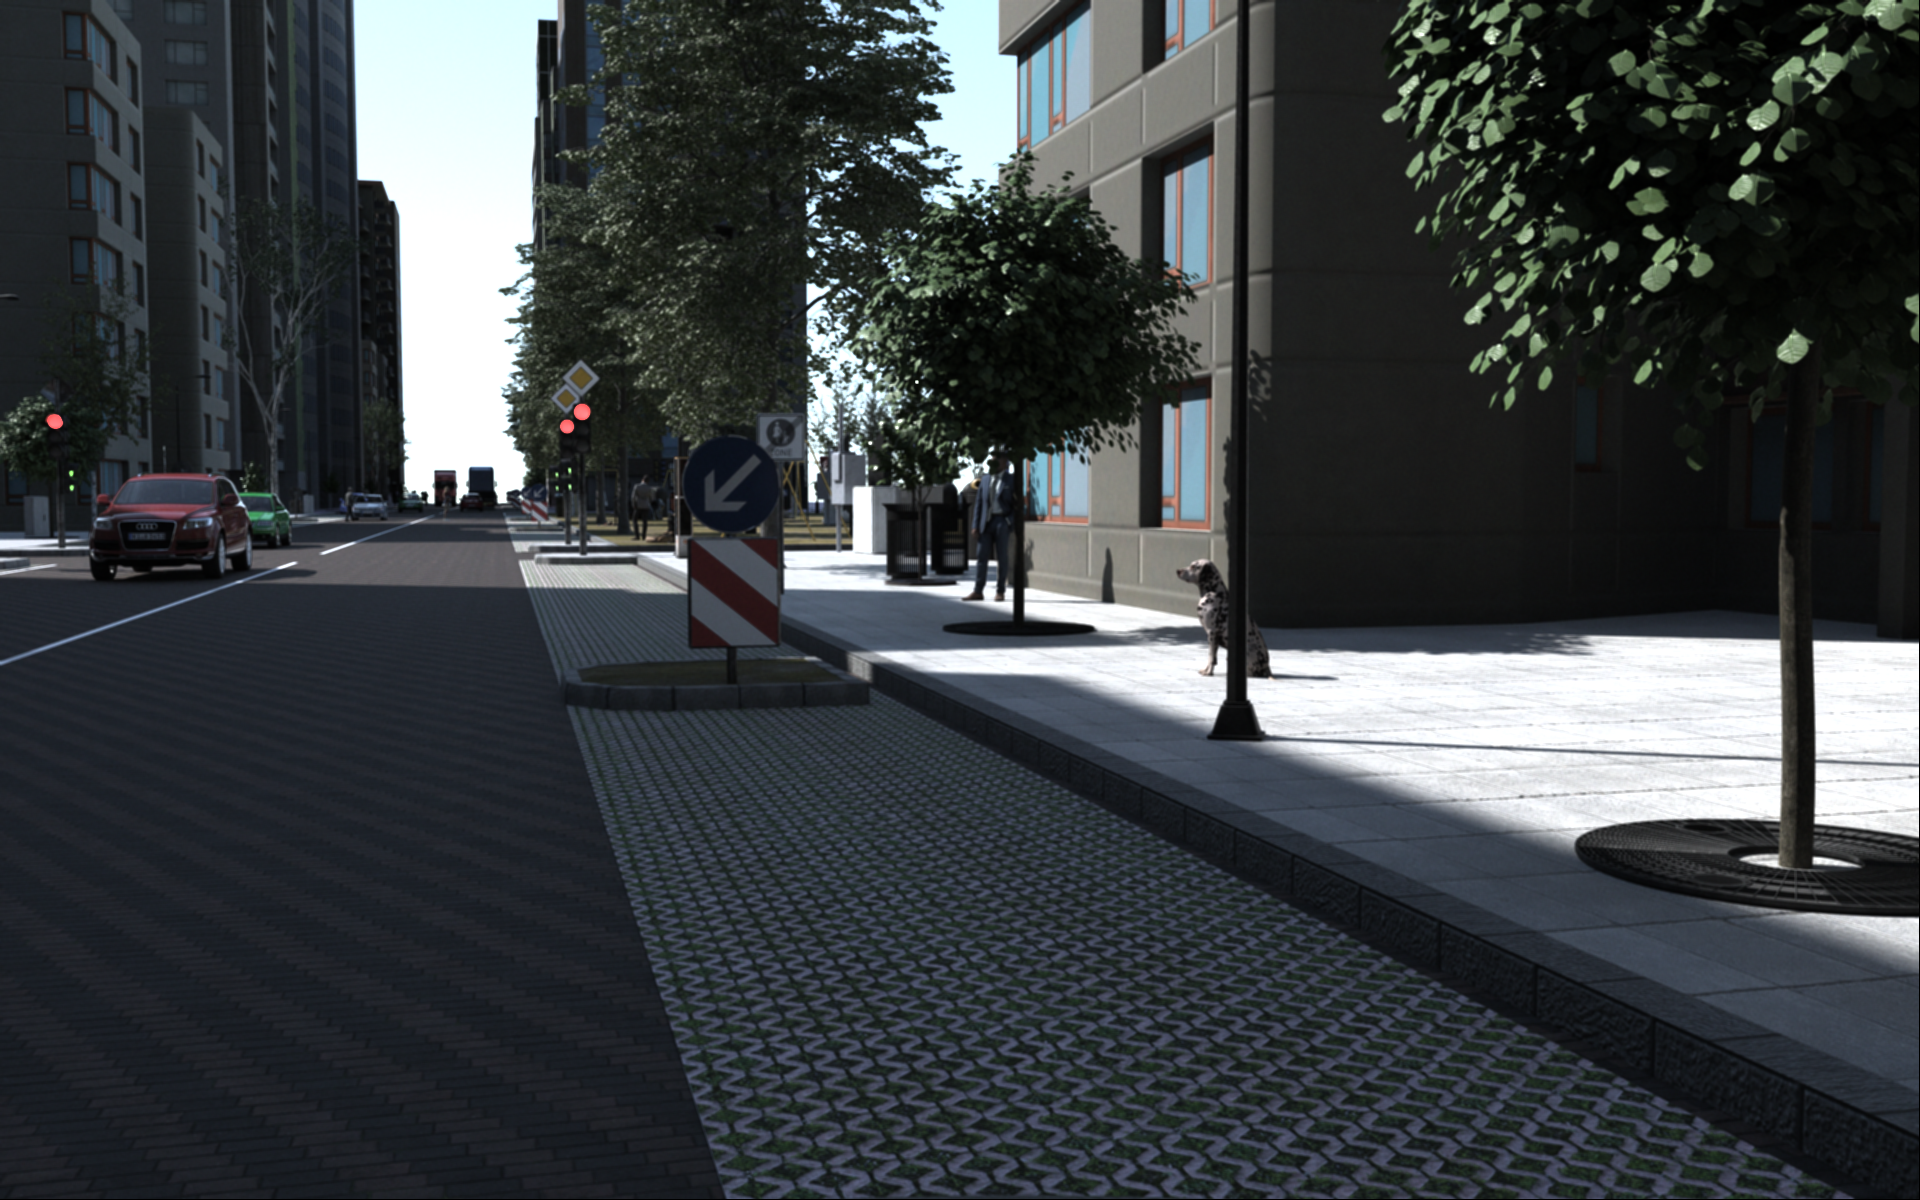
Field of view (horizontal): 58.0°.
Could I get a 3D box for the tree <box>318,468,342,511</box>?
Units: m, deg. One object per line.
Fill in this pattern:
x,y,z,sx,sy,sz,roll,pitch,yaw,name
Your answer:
-47.524,-8.343,131.008,1.663,3.219,1.824,0,3,0,tree

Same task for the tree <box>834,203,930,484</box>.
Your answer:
0.478,-1.991,16.267,4.285,4.588,4.351,0,3,0,tree

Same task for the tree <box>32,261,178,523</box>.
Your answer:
-27.787,-6.448,55.792,4.737,8.622,4.395,0,3,0,tree

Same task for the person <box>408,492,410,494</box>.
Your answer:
-76.524,-14.273,240.348,0.436,1.711,0.756,-1,4,-14,person

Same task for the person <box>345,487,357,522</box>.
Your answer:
-31.561,-4.948,89.796,0.661,1.777,0.834,2,4,30,person

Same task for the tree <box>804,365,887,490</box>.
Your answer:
-7.065,-9.098,99.109,4.737,8.622,4.395,0,3,0,tree

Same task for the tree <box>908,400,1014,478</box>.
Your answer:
0.573,-7.894,79.422,4.360,8.622,3.978,0,3,0,tree

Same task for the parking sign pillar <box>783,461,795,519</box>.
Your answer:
-9.227,-6.178,89.475,1.447,3.967,1.447,-1,4,-19,parking sign pillar

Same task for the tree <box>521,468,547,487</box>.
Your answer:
-48.504,-13.106,197.997,4.285,4.588,4.351,0,3,0,tree

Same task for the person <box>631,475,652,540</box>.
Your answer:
-8.893,-2.575,48.324,0.592,1.802,0.473,-1,4,-12,person

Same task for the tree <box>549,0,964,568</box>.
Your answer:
-3.035,-6.802,29.341,7.486,12.596,7.792,0,3,0,tree

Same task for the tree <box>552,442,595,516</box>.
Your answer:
-22.179,-9.129,99.615,4.737,8.622,4.395,0,3,0,tree

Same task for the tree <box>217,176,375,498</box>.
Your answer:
-41.587,-15.082,102.485,12.611,20.169,13.585,0,3,0,tree

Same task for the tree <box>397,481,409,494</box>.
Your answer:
-73.598,-14.287,228.200,1.663,3.219,1.824,0,3,0,tree

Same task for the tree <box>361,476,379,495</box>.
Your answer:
-58.617,-10.882,172.522,1.663,3.219,1.824,0,3,0,tree

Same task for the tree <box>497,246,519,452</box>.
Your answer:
-10.682,-8.380,55.139,7.486,12.596,7.792,0,3,0,tree

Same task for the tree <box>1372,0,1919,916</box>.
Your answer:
2.936,-1.356,5.890,4.285,4.588,4.351,0,3,0,tree

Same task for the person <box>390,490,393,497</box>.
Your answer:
-68.161,-12.310,207.334,0.705,1.821,1.348,1,4,11,person

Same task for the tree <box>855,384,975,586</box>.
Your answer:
-0.686,-1.828,24.497,1.663,3.219,1.824,0,3,0,tree

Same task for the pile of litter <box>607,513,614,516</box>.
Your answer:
-20.132,-5.401,102.277,1.176,0.858,1.719,-3,4,-38,pile of litter

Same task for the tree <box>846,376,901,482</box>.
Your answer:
-5.210,-9.522,106.047,4.360,8.622,3.978,0,3,0,tree

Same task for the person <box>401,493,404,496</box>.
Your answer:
-78.589,-14.575,244.355,0.705,1.823,1.348,-3,4,-36,person

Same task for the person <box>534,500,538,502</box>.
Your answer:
-39.337,-9.420,160.723,0.621,1.740,0.551,2,4,32,person

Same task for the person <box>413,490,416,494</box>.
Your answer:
-49.950,-9.192,158.889,0.705,1.812,1.348,-3,5,-44,person

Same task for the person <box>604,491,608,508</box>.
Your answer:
-23.702,-6.631,114.805,0.694,1.780,0.624,0,4,-5,person

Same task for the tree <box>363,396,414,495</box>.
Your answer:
-62.519,-15.883,185.439,9.928,11.665,9.643,0,3,0,tree

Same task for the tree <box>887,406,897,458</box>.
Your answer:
-5.076,-9.921,112.565,4.737,8.622,4.395,0,3,0,tree

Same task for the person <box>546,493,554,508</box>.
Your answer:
-38.787,-9.445,163.721,1.065,1.426,0.557,1,4,18,person

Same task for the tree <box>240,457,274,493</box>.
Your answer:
-36.661,-5.812,89.630,1.663,3.219,1.824,0,3,0,tree

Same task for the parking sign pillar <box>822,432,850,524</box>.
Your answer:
-5.254,-5.281,74.813,1.447,3.967,1.447,2,4,24,parking sign pillar

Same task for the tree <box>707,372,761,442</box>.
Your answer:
-13.069,-9.350,103.231,4.360,8.622,3.978,0,3,0,tree

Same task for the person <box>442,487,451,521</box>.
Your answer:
-27.412,-5.140,92.521,0.580,1.828,0.573,3,5,42,person

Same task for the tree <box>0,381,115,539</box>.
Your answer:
-26.418,-4.081,50.437,4.285,4.588,4.351,0,3,0,tree

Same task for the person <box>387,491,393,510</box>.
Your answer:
-52.424,-9.173,159.149,0.621,1.740,0.551,0,4,-2,person

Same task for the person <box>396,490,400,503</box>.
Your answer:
-70.546,-12.926,217.253,0.709,1.838,0.599,-3,5,-43,person

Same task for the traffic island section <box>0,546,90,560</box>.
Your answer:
-21.279,-1.145,41.003,2.009,0.180,2.903,-1,4,-15,traffic island section

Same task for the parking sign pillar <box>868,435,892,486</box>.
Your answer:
-3.294,-5.063,71.248,1.447,3.967,1.447,-2,4,-33,parking sign pillar

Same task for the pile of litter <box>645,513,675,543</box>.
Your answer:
-7.711,-1.936,45.611,1.176,0.858,1.719,-1,4,-13,pile of litter

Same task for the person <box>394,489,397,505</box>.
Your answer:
-68.327,-12.470,209.556,0.705,1.869,1.348,-2,4,-24,person

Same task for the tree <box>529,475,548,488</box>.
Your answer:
-41.526,-10.799,171.163,1.663,3.219,1.824,0,3,0,tree

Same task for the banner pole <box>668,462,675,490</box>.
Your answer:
-19.505,-7.845,118.279,0.863,3.779,0.401,0,4,-6,banner pole

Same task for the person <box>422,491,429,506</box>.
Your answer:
-65.697,-12.534,213.056,1.348,1.869,0.705,2,4,32,person

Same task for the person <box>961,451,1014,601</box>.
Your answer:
0.414,-0.893,20.831,0.721,1.800,0.419,1,4,20,person
